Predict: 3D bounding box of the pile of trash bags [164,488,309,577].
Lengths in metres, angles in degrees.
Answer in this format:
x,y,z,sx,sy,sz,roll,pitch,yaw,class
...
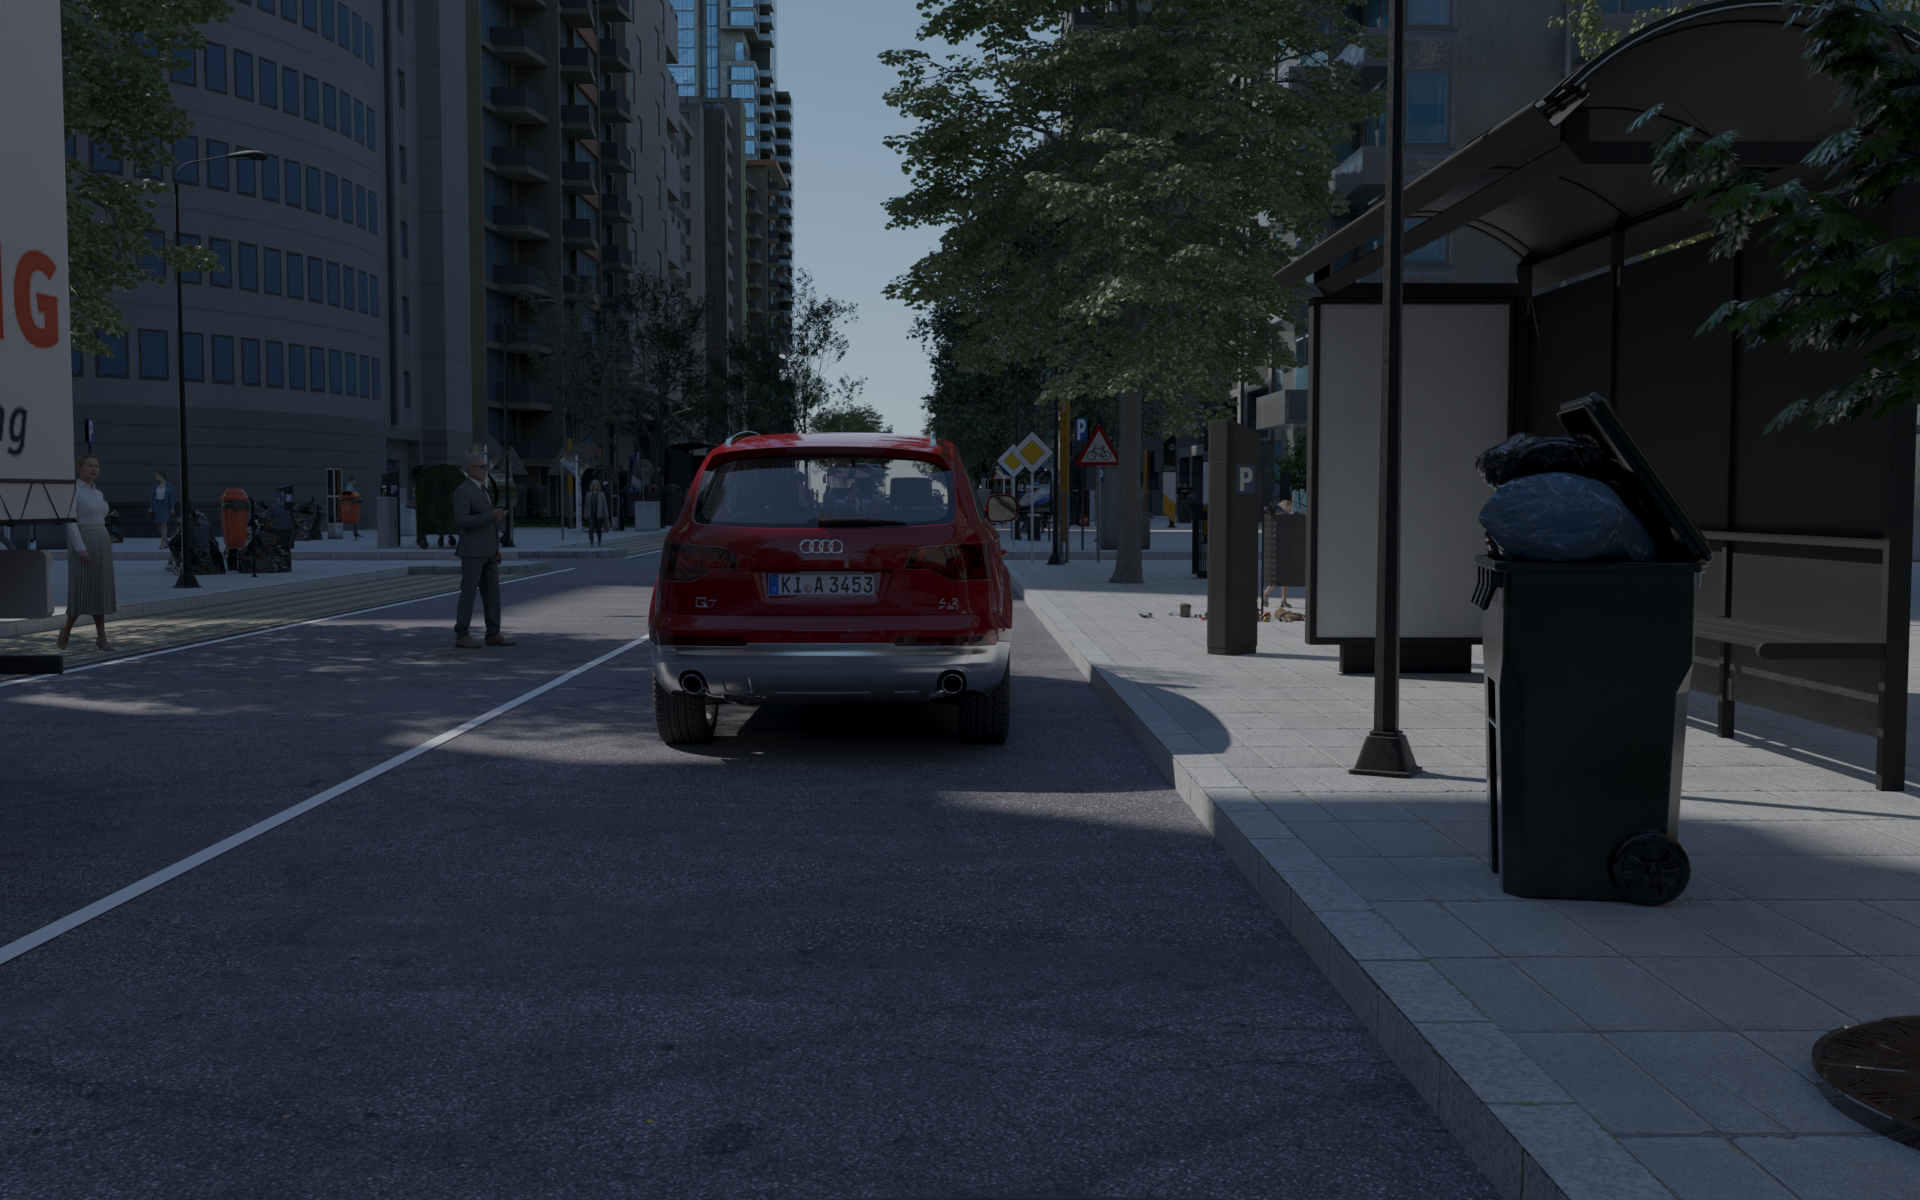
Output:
x,y,z,sx,sy,sz,roll,pitch,yaw,class
-11.759,-1.112,27.927,1.912,1.369,3.447,-2,4,-26,pile of trash bags

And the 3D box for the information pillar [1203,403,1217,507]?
x,y,z,sx,sy,sz,roll,pitch,yaw,class
6.465,-3.248,44.460,0.504,3.616,0.183,2,4,33,information pillar

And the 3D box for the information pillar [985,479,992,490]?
x,y,z,sx,sy,sz,roll,pitch,yaw,class
1.474,-5.050,87.052,0.304,2.012,0.304,-2,4,-25,information pillar

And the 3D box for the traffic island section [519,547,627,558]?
x,y,z,sx,sy,sz,roll,pitch,yaw,class
-8.859,-1.082,39.973,2.009,0.180,2.903,0,4,-1,traffic island section

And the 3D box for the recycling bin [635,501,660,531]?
x,y,z,sx,sy,sz,roll,pitch,yaw,class
-10.775,-2.886,59.732,0.722,1.027,0.722,0,4,4,recycling bin

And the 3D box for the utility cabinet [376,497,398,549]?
x,y,z,sx,sy,sz,roll,pitch,yaw,class
-13.610,-1.837,41.198,0.306,1.237,1.020,0,4,-7,utility cabinet

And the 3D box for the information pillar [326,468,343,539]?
x,y,z,sx,sy,sz,roll,pitch,yaw,class
-17.873,-2.753,49.507,0.304,2.012,0.304,2,4,28,information pillar

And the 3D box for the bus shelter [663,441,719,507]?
x,y,z,sx,sy,sz,roll,pitch,yaw,class
-12.384,-5.428,80.036,1.731,3.624,6.357,0,4,-1,bus shelter

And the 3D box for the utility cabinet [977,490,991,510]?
x,y,z,sx,sy,sz,roll,pitch,yaw,class
1.422,-4.633,84.430,1.173,1.500,0.318,1,4,19,utility cabinet

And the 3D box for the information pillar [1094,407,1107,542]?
x,y,z,sx,sy,sz,roll,pitch,yaw,class
3.797,-3.376,46.559,0.183,3.616,0.504,-1,4,-18,information pillar

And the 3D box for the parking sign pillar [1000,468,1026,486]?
x,y,z,sx,sy,sz,roll,pitch,yaw,class
2.635,-5.954,85.821,1.447,3.967,1.447,0,4,4,parking sign pillar

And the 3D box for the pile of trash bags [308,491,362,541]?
x,y,z,sx,sy,sz,roll,pitch,yaw,class
-18.144,-2.338,47.987,3.447,1.369,1.912,1,4,12,pile of trash bags

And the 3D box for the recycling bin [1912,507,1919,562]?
x,y,z,sx,sy,sz,roll,pitch,yaw,class
17.949,-1.255,33.066,0.722,1.027,0.722,0,4,-1,recycling bin

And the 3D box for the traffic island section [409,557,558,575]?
x,y,z,sx,sy,sz,roll,pitch,yaw,class
-8.762,-0.594,31.989,2.009,0.180,2.903,0,4,-1,traffic island section

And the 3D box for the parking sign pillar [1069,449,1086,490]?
x,y,z,sx,sy,sz,roll,pitch,yaw,class
5.903,-6.090,88.038,1.447,3.967,1.447,2,4,33,parking sign pillar

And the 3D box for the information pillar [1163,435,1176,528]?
x,y,z,sx,sy,sz,roll,pitch,yaw,class
7.984,-4.560,65.909,0.504,3.616,0.183,0,4,6,information pillar

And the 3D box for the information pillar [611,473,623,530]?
x,y,z,sx,sy,sz,roll,pitch,yaw,class
-12.227,-3.501,61.740,0.304,2.012,0.304,1,4,16,information pillar

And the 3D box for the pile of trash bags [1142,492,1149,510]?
x,y,z,sx,sy,sz,roll,pitch,yaw,class
8.446,-5.048,92.289,3.447,1.369,1.912,2,4,29,pile of trash bags

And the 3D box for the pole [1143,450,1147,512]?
x,y,z,sx,sy,sz,roll,pitch,yaw,class
8.600,-5.289,80.319,0.158,3.312,0.155,0,3,0,pole

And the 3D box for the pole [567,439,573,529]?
x,y,z,sx,sy,sz,roll,pitch,yaw,class
-14.351,-4.273,63.706,0.158,3.312,0.155,0,3,0,pole

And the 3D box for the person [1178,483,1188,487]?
x,y,z,sx,sy,sz,roll,pitch,yaw,class
10.942,-4.848,85.278,0.580,1.828,0.573,0,4,-3,person

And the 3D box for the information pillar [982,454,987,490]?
x,y,z,sx,sy,sz,roll,pitch,yaw,class
1.237,-5.974,89.026,0.183,3.616,0.504,-2,4,-24,information pillar

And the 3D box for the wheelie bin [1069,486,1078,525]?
x,y,z,sx,sy,sz,roll,pitch,yaw,class
4.669,-3.923,72.050,0.693,1.594,0.980,3,4,36,wheelie bin

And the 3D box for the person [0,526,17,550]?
x,y,z,sx,sy,sz,roll,pitch,yaw,class
-16.258,-1.438,29.416,0.638,1.841,0.748,3,5,44,person

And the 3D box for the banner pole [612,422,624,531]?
x,y,z,sx,sy,sz,roll,pitch,yaw,class
-11.933,-4.290,60.151,0.401,3.779,0.863,-1,4,-22,banner pole

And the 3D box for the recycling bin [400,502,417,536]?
x,y,z,sx,sy,sz,roll,pitch,yaw,class
-16.883,-2.460,52.770,0.722,1.027,0.722,0,4,5,recycling bin

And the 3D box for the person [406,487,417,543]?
x,y,z,sx,sy,sz,roll,pitch,yaw,class
-14.251,-2.403,45.695,0.716,1.782,0.532,-2,4,-24,person

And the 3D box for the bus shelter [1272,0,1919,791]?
x,y,z,sx,sy,sz,roll,pitch,yaw,class
3.290,-0.973,9.832,2.014,3.302,5.546,0,4,-1,bus shelter

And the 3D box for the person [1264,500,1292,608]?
x,y,z,sx,sy,sz,roll,pitch,yaw,class
3.692,-0.525,19.645,0.505,1.210,0.382,-1,4,-14,person

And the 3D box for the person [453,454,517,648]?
x,y,z,sx,sy,sz,roll,pitch,yaw,class
-4.424,-0.458,16.161,0.590,1.801,0.661,1,4,9,person

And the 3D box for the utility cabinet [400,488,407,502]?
x,y,z,sx,sy,sz,roll,pitch,yaw,class
-19.939,-3.203,61.047,0.318,1.500,1.173,1,4,14,utility cabinet

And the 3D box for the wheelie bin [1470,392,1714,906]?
x,y,z,sx,sy,sz,roll,pitch,yaw,class
2.018,0.139,5.641,0.693,1.594,0.980,1,4,11,wheelie bin

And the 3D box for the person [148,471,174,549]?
x,y,z,sx,sy,sz,roll,pitch,yaw,class
-18.625,-2.107,40.510,0.581,1.822,0.654,1,4,10,person

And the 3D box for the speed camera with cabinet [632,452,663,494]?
x,y,z,sx,sy,sz,roll,pitch,yaw,class
-14.444,-5.341,81.668,2.038,3.252,0.660,1,4,18,speed camera with cabinet

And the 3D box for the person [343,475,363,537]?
x,y,z,sx,sy,sz,roll,pitch,yaw,class
-18.224,-2.801,51.696,0.748,1.841,0.638,0,4,2,person

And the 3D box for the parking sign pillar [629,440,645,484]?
x,y,z,sx,sy,sz,roll,pitch,yaw,class
-16.004,-5.953,85.806,1.447,3.967,1.447,-2,4,-27,parking sign pillar

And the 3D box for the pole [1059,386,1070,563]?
x,y,z,sx,sy,sz,roll,pitch,yaw,class
1.946,-2.349,32.242,0.158,3.312,0.155,0,3,0,pole

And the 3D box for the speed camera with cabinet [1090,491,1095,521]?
x,y,z,sx,sy,sz,roll,pitch,yaw,class
6.745,-5.370,82.138,0.660,3.252,2.038,3,4,39,speed camera with cabinet

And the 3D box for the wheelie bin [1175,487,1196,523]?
x,y,z,sx,sy,sz,roll,pitch,yaw,class
9.919,-4.179,76.239,0.980,1.594,0.693,0,4,2,wheelie bin

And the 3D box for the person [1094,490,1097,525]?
x,y,z,sx,sy,sz,roll,pitch,yaw,class
5.733,-3.977,71.252,0.511,1.800,0.466,2,4,35,person

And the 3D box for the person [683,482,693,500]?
x,y,z,sx,sy,sz,roll,pitch,yaw,class
-11.644,-4.244,75.414,0.794,1.824,0.713,0,4,6,person

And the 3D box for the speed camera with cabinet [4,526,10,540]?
x,y,z,sx,sy,sz,roll,pitch,yaw,class
-26.180,-3.240,47.318,2.038,3.252,0.660,-2,4,-34,speed camera with cabinet
